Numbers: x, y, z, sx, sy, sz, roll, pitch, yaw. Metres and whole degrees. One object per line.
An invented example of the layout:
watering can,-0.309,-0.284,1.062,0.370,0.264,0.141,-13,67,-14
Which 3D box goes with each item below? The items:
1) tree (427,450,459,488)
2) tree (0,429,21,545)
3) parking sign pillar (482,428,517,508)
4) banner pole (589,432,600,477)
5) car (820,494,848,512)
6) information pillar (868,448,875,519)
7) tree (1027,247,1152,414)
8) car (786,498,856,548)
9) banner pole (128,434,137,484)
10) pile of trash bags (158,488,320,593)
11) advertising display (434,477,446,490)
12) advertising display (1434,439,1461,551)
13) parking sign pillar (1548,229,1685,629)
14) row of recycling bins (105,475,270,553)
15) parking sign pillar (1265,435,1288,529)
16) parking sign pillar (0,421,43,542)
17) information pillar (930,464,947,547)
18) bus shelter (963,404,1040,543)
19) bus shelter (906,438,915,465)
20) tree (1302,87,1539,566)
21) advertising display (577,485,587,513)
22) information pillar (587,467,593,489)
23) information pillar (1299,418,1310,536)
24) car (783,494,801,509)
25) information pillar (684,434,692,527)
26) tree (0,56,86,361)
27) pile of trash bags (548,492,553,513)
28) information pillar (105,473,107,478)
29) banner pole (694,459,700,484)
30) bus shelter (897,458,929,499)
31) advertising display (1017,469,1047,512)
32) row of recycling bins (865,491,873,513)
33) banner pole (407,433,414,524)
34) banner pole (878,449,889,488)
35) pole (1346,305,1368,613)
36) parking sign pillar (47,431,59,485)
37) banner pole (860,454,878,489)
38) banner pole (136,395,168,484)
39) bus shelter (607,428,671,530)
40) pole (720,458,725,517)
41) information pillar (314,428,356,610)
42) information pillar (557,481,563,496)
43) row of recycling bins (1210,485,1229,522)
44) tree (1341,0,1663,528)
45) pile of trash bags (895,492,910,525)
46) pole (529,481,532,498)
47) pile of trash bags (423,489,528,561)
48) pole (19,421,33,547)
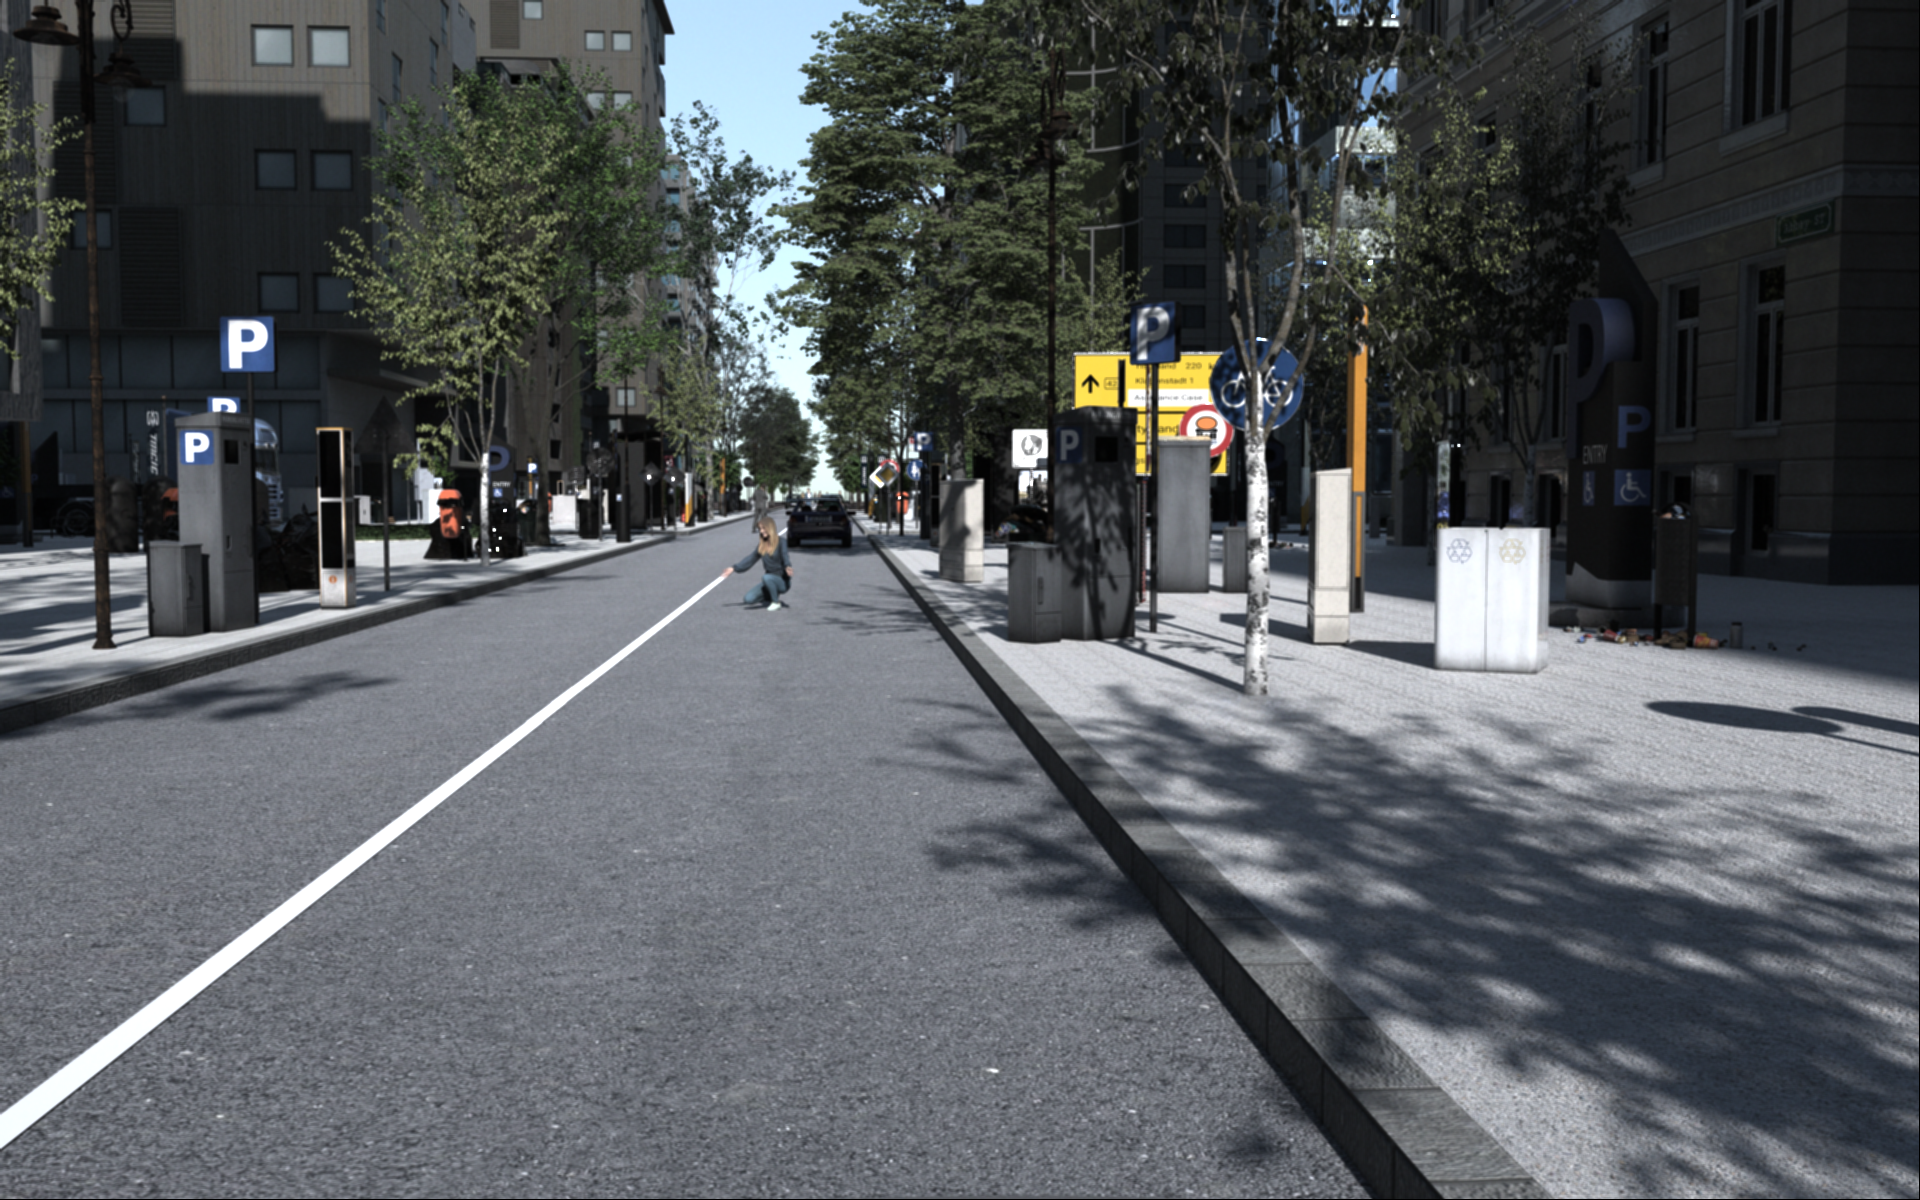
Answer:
tree,-23.308,-5.029,76.822,1.663,3.219,1.824,0,3,0
tree,-24.559,-3.034,44.205,1.663,3.219,1.824,0,3,0
parking sign pillar,-18.477,-4.948,69.370,1.447,3.967,1.447,0,4,-1
banner pole,-14.711,-4.873,69.697,0.863,3.779,0.401,3,5,42
car,-7.443,-5.531,100.214,2.009,1.686,4.222,0,4,-5
information pillar,-4.479,-5.900,87.821,0.183,3.616,0.504,2,4,29
tree,3.960,-6.230,52.215,4.737,8.622,4.395,0,3,0
car,-3.845,-2.150,47.732,1.945,1.354,3.894,0,4,-3
banner pole,-34.088,-4.985,71.524,0.863,3.779,0.401,2,4,33
pile of trash bags,-10.040,-0.857,23.760,3.447,1.369,1.912,3,5,40
advertising display,-19.516,-3.630,64.572,0.974,1.923,0.123,3,4,37
advertising display,5.868,-0.959,20.887,0.123,1.923,0.974,0,4,5
parking sign pillar,6.411,-1.749,17.066,1.447,3.967,1.447,0,4,2
row of recycling bins,-17.286,-1.928,38.633,3.534,1.692,1.069,-2,4,-31
parking sign pillar,11.520,-4.656,64.601,1.447,3.967,1.447,-1,4,-11
parking sign pillar,-25.406,-3.539,46.331,1.447,3.967,1.447,-1,4,-21
information pillar,-0.520,-2.287,41.892,0.304,2.012,0.304,2,4,31
bus shelter,1.093,-3.471,48.036,1.731,3.624,6.357,0,4,-4
bus shelter,-3.683,-8.496,116.547,2.179,5.291,8.768,0,4,-4
tree,8.220,-4.923,30.856,4.737,8.622,4.395,0,3,0
advertising display,-25.944,-6.986,119.432,0.974,1.923,0.123,-1,4,-17
information pillar,-20.222,-6.319,94.665,0.504,3.616,0.183,3,5,45
information pillar,10.658,-3.795,53.404,0.183,3.616,0.504,2,4,34
car,-15.876,-9.534,165.674,2.009,1.686,4.222,0,4,-5
information pillar,-10.582,-4.659,67.523,0.183,3.616,0.504,1,4,13
tree,-16.577,-4.786,28.614,4.737,8.622,4.395,0,3,0
pile of trash bags,-18.809,-3.840,72.538,3.447,1.369,1.912,-1,4,-8
information pillar,-29.983,-3.427,60.524,0.304,2.012,0.304,-3,5,-43
banner pole,-17.367,-7.633,114.812,0.863,3.779,0.401,0,4,6
bus shelter,-2.941,-6.502,100.232,2.014,3.302,5.546,0,4,-4
advertising display,1.949,-2.399,44.430,0.974,1.923,0.123,1,4,22
row of recycling bins,-5.513,-6.524,113.775,1.069,1.692,3.534,1,4,9
banner pole,-22.445,-4.936,70.717,0.401,3.779,0.863,0,4,4
banner pole,-4.187,-6.493,96.172,0.863,3.779,0.401,-1,4,-9
pole,4.275,-1.520,18.699,0.158,3.312,0.155,0,3,0
parking sign pillar,-38.987,-5.216,73.752,1.447,3.967,1.447,1,4,8
banner pole,-5.164,-6.471,95.810,0.863,3.779,0.401,-3,4,-36
banner pole,-20.249,-3.289,43.792,0.401,3.779,0.863,1,4,19
bus shelter,-11.957,-4.505,64.935,1.731,3.624,6.357,0,4,-4
pole,-13.943,-6.574,101.324,0.158,3.312,0.155,0,3,0
information pillar,-6.946,-0.906,19.297,0.304,2.012,0.304,0,4,1
information pillar,-22.328,-5.646,96.806,0.304,2.012,0.304,-1,4,-16
row of recycling bins,11.012,-4.449,79.860,3.534,1.692,1.069,-3,5,-39
tree,8.383,-4.611,25.752,4.360,8.622,3.978,0,3,0
pile of trash bags,-0.998,-3.802,71.916,3.447,1.369,1.912,-1,4,-10
pole,-27.478,-7.158,110.880,0.158,3.312,0.155,0,3,0
pile of trash bags,-9.746,-1.508,34.404,1.912,1.369,3.447,0,4,-3
pole,-22.490,-2.928,41.709,0.158,3.312,0.155,0,3,0
